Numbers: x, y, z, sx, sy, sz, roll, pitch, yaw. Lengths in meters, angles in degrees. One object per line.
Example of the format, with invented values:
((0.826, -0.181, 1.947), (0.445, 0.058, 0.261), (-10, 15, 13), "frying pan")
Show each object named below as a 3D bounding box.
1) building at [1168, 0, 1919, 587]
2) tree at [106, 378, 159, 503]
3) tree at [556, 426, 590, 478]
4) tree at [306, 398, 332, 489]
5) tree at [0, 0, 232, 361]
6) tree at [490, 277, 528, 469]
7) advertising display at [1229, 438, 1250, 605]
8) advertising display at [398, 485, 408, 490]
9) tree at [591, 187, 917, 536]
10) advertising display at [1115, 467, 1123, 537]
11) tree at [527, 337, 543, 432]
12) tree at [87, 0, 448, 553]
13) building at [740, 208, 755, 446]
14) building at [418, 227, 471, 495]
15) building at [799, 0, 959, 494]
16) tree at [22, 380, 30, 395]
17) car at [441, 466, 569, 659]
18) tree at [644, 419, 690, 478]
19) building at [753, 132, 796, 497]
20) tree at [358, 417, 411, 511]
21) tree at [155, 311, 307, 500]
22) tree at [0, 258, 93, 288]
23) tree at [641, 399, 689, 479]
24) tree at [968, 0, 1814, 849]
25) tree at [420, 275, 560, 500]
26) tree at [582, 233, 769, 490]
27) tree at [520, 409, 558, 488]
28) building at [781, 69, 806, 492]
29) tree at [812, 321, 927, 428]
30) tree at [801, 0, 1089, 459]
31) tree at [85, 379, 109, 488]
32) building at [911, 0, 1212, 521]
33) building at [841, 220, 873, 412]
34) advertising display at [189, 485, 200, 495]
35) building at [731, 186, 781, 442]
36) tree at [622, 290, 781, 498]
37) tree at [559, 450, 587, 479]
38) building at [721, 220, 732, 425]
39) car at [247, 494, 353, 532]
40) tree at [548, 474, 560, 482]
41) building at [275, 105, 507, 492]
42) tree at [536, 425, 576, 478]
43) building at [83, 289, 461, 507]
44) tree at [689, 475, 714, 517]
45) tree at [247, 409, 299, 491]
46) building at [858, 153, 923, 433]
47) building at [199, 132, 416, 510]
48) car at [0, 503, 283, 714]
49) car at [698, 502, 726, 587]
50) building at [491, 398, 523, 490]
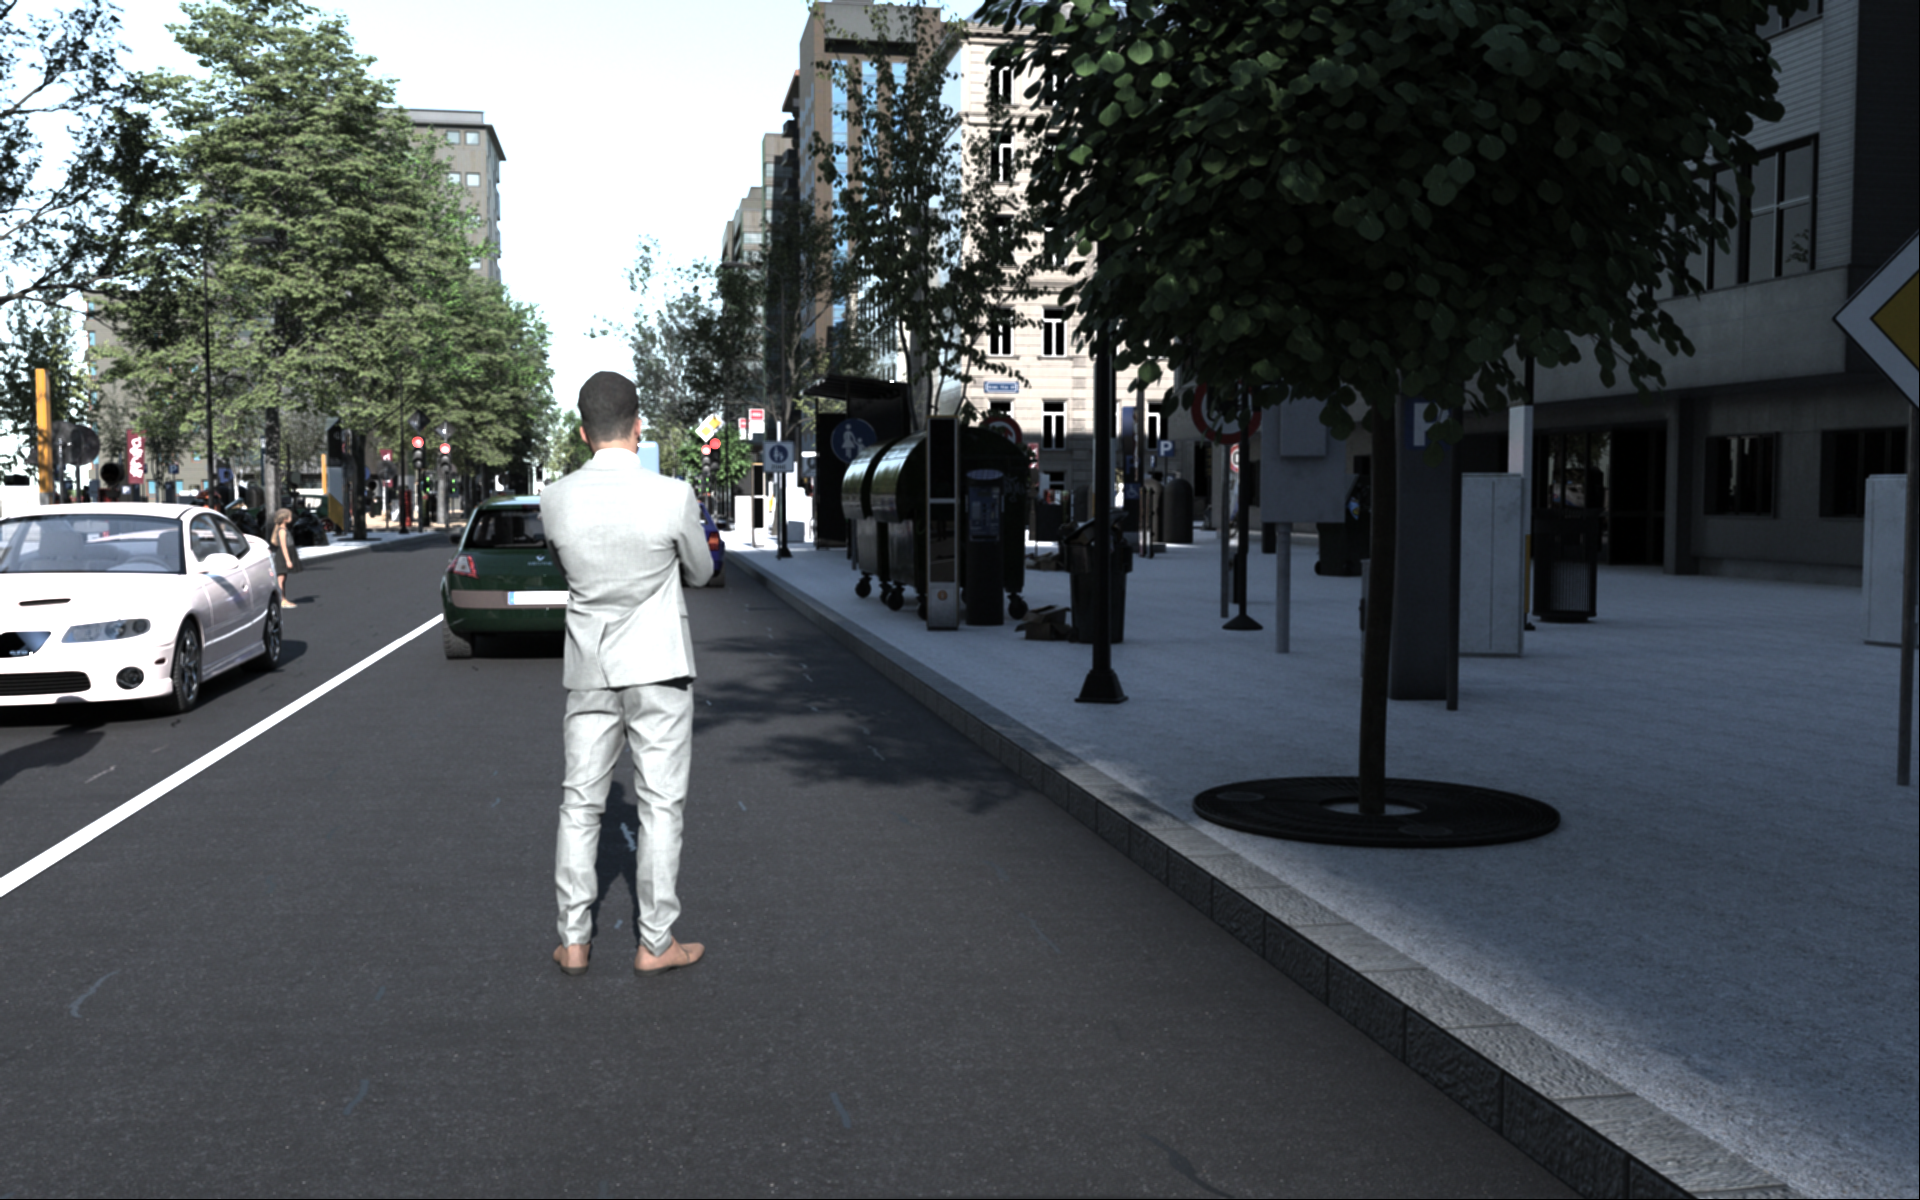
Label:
((15.405, -13.274, 36.098), (14.314, 24.678, 30.058), (-1, 4, -10), "building")
((-44.507, -8.930, 96.376), (4.360, 8.622, 3.978), (0, 3, 0), "tree")
((-50.810, -18.199, 231.964), (7.601, 10.594, 8.767), (-1, 4, -11), "tree")
((-40.008, -9.561, 106.688), (4.360, 8.622, 3.978), (0, 3, 0), "tree")
((-13.579, -5.427, 23.151), (7.601, 10.594, 8.767), (-1, 4, -23), "tree")
((-22.212, -9.436, 72.413), (7.486, 12.596, 7.792), (0, 3, 0), "tree")
((3.245, -0.927, 20.374), (0.123, 1.923, 0.974), (0, 4, -2), "advertising display")
((-40.759, -7.436, 126.789), (0.974, 1.923, 0.123), (2, 4, 31), "advertising display")
((-5.363, -7.233, 52.674), (7.601, 10.594, 8.767), (2, 4, 27), "tree")
((3.935, -2.214, 41.410), (0.974, 1.923, 0.123), (-2, 4, -35), "advertising display")
((-24.962, -10.448, 88.954), (7.486, 12.596, 7.792), (0, 3, 0), "tree")
((-14.722, -7.329, 37.962), (7.486, 12.596, 7.792), (0, 3, 0), "tree")
((-24.653, -34.682, 250.644), (14.154, 41.232, 14.086), (-1, 4, -10), "building")
((-60.237, -25.258, 184.671), (14.160, 30.474, 14.107), (-1, 4, -10), "building")
((-6.958, -31.016, 157.214), (14.600, 45.320, 14.200), (-1, 4, -10), "building")
((-40.776, -7.381, 71.040), (4.360, 8.622, 3.978), (0, 3, 0), "tree")
((-3.894, -0.413, 16.532), (2.009, 1.686, 4.222), (-1, 4, -10), "car")
((-25.232, -12.316, 151.729), (4.737, 8.622, 4.395), (0, 3, 0), "tree")
((-15.830, -31.575, 199.844), (14.154, 41.232, 14.086), (-1, 4, -10), "building")
((-43.927, -11.149, 132.644), (4.360, 8.622, 3.978), (0, 3, 0), "tree")
((-29.157, -7.285, 69.473), (4.360, 8.622, 3.978), (0, 3, 0), "tree")
((-28.071, -6.258, 52.686), (4.737, 8.622, 4.395), (0, 3, 0), "tree")
((-34.698, -17.641, 206.563), (7.486, 12.596, 7.792), (0, 3, 0), "tree")
((1.598, -1.410, 6.775), (4.285, 4.588, 4.351), (0, 3, 0), "tree")
((-27.350, -11.813, 99.798), (9.857, 13.997, 8.962), (0, 3, 0), "tree")
((-20.669, -16.577, 126.928), (12.611, 20.169, 13.585), (0, 3, 0), "tree")
((-36.421, -12.142, 148.881), (4.360, 8.622, 3.978), (0, 3, 0), "tree")
((-6.900, -32.107, 179.578), (22.147, 44.769, 28.867), (-1, 4, -10), "building")
((-3.632, -7.485, 72.748), (4.360, 8.622, 3.978), (0, 3, 0), "tree")
((-0.395, -4.520, 24.268), (4.737, 8.622, 4.395), (0, 3, 0), "tree")
((-51.644, -9.535, 106.263), (4.360, 8.622, 3.978), (0, 3, 0), "tree")
((10.913, -17.722, 87.022), (25.104, 27.353, 12.463), (-1, 4, -10), "building")
((-1.349, -18.822, 126.827), (14.460, 24.649, 34.723), (-1, 4, -10), "building")
((-53.778, -7.126, 121.722), (0.974, 1.923, 0.123), (2, 4, 29), "advertising display")
((-23.673, -39.474, 269.107), (21.300, 48.544, 21.600), (-1, 4, -10), "building")
((-15.783, -11.863, 104.330), (12.009, 13.543, 11.850), (0, 3, 0), "tree")
((-59.615, -21.992, 276.570), (9.611, 12.733, 9.660), (0, 3, 0), "tree")
((-28.645, -40.776, 290.394), (21.300, 48.544, 21.600), (-1, 4, -10), "building")
((-23.616, -3.132, 60.997), (4.222, 1.686, 2.009), (-1, 4, -10), "car")
((-36.219, -9.761, 154.197), (1.663, 3.219, 1.824), (0, 3, 0), "tree")
((-78.005, -39.793, 239.853), (28.713, 52.752, 27.495), (-1, 4, -10), "building")
((-41.624, -13.925, 178.032), (4.737, 8.622, 4.395), (0, 3, 0), "tree")
((-62.778, -19.426, 162.656), (27.650, 21.520, 28.899), (-1, 4, -10), "building")
((-14.212, -6.149, 95.140), (1.663, 3.219, 1.824), (0, 3, 0), "tree")
((-51.431, -11.025, 130.623), (4.737, 8.622, 4.395), (0, 3, 0), "tree")
((0.278, -15.066, 101.084), (10.420, 20.320, 16.860), (-1, 4, -10), "building")
((-53.152, -22.660, 142.193), (14.160, 30.474, 14.107), (-1, 4, -10), "building")
((-6.231, -0.016, 12.619), (2.083, 1.381, 4.827), (-1, 4, -11), "car")
((-4.701, -0.929, 27.768), (1.945, 1.354, 3.894), (-1, 4, -11), "car")
((-82.862, -25.925, 268.910), (27.650, 21.520, 28.899), (-1, 4, -10), "building")
